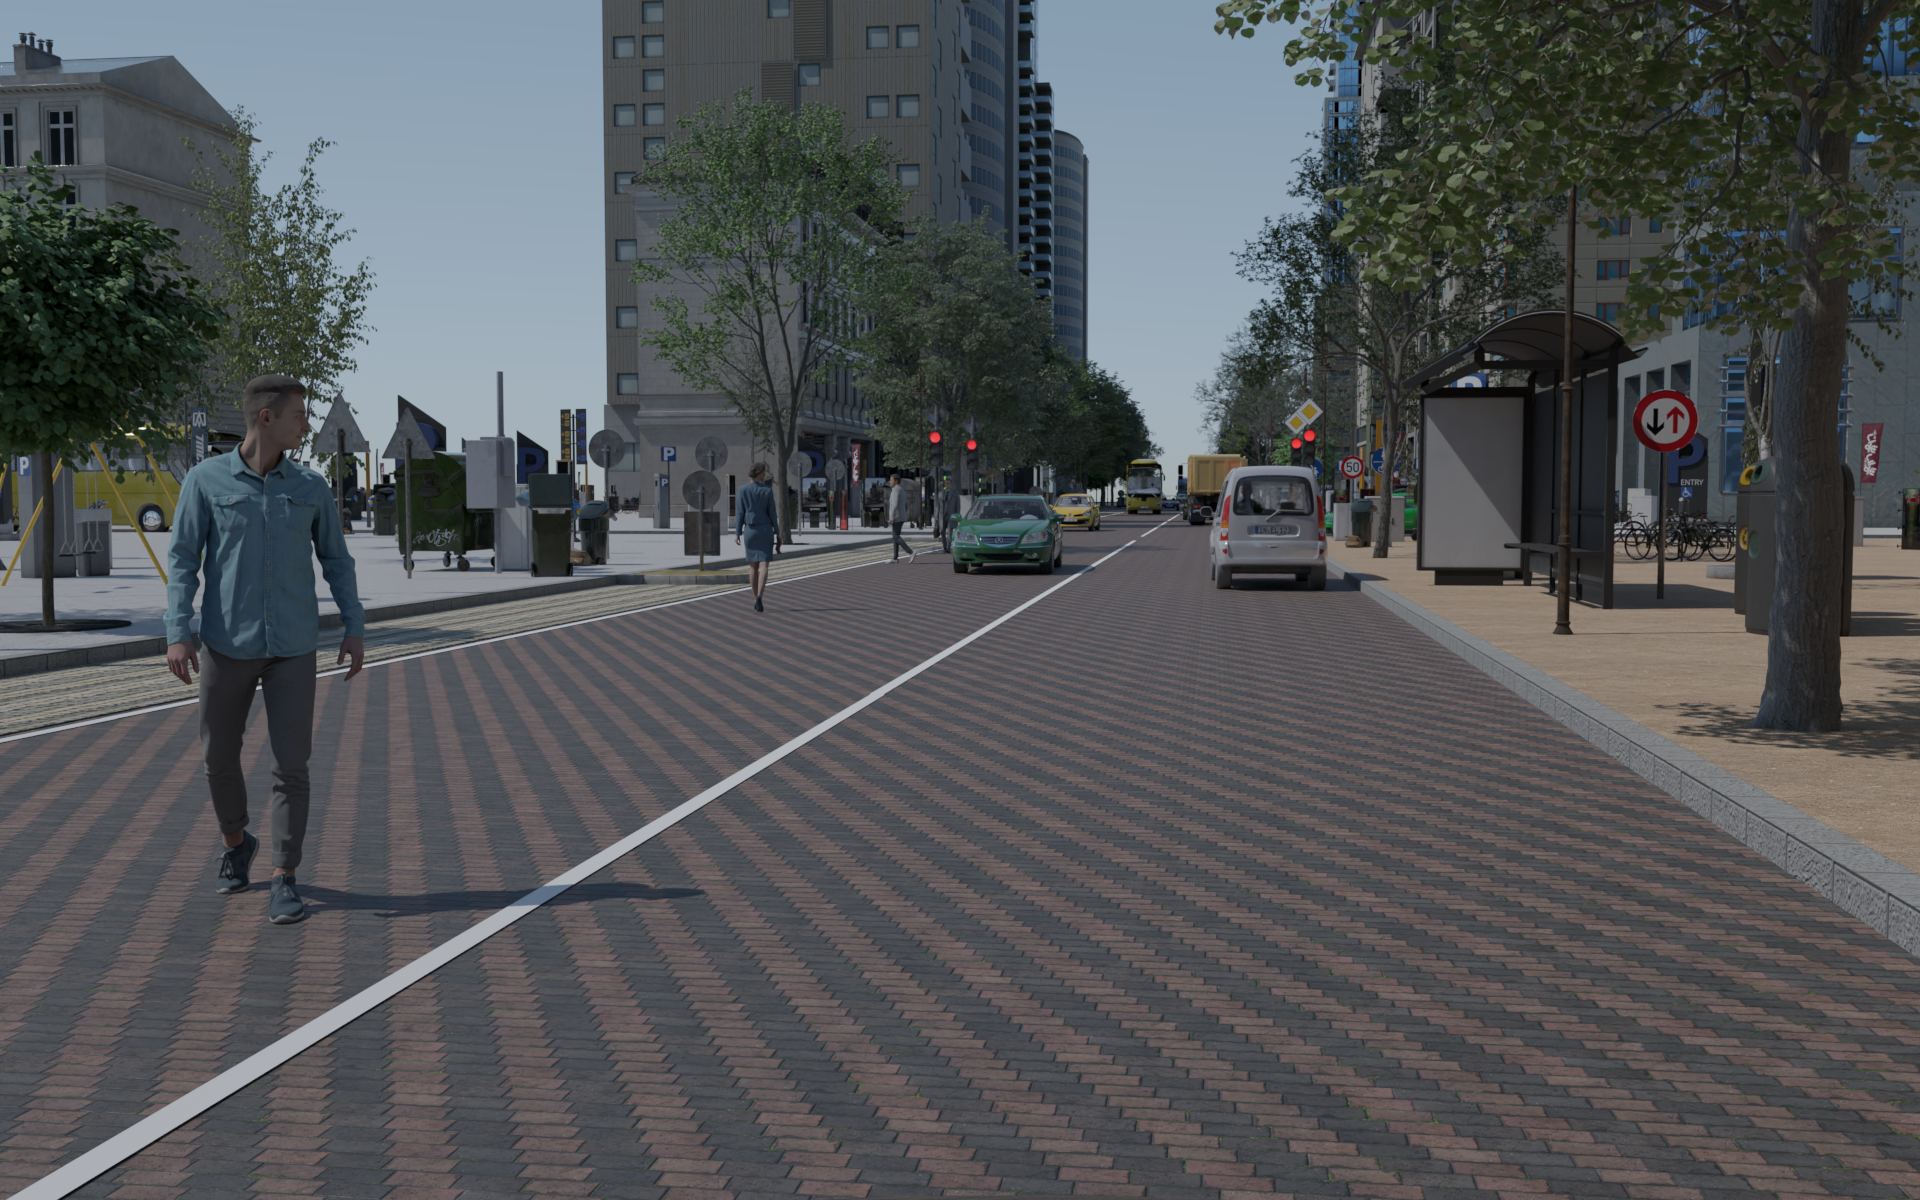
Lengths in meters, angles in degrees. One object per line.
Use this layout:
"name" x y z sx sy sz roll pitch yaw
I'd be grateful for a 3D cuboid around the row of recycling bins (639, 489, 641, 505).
"row of recycling bins" -18.325 -5.824 102.329 1.069 1.692 3.534 -1 4 -20

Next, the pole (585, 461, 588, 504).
"pole" -22.703 -6.817 105.293 0.158 3.312 0.155 0 3 0

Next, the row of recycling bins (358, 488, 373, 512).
"row of recycling bins" -44.266 -7.273 126.024 1.069 1.692 3.534 3 5 43

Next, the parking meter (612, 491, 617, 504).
"parking meter" -26.276 -7.538 131.652 0.372 1.533 0.369 0 3 0

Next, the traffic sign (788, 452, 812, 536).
"traffic sign" -4.862 -3.207 52.539 0.768 2.556 0.104 1 4 16

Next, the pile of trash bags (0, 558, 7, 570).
"pile of trash bags" -17.745 -1.214 29.595 1.912 1.369 3.447 -3 5 -44

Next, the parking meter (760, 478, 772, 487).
"parking meter" -7.132 -3.546 63.695 0.255 1.863 0.399 3 5 44

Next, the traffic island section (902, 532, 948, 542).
"traffic island section" -0.728 -1.850 52.523 2.009 0.180 2.903 1 4 8

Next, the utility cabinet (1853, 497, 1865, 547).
"utility cabinet" 21.418 -1.896 42.169 1.020 1.237 0.306 0 4 5

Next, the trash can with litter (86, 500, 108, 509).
"trash can with litter" -17.386 -1.400 34.273 1.055 1.170 0.624 0 4 -6

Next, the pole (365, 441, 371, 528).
"pole" -22.630 -4.427 66.222 0.158 3.312 0.155 0 3 0

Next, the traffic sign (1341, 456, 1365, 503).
"traffic sign" 13.009 -3.506 57.430 0.768 2.556 0.104 1 4 14

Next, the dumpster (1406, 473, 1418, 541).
"dumpster" 12.808 -2.685 46.387 1.502 2.255 1.985 1 4 8

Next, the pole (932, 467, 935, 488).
"pole" -1.958 -8.285 129.300 0.158 3.312 0.155 0 3 0

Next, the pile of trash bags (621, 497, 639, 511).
"pile of trash bags" -24.317 -7.585 133.769 3.447 1.369 1.912 -2 4 -32

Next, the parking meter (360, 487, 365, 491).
"parking meter" -47.398 -8.058 137.457 0.399 1.863 0.255 3 4 38

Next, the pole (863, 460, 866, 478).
"pole" -5.649 -6.641 102.417 0.158 3.312 0.155 0 3 0

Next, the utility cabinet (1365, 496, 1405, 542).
"utility cabinet" 11.368 -2.154 46.379 1.020 1.237 0.306 0 4 3

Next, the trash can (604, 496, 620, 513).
"trash can" -20.655 -5.523 101.962 0.748 1.137 0.748 0 3 0

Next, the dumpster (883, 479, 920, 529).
"dumpster" -2.179 -3.629 65.086 1.264 1.857 1.865 0 4 8

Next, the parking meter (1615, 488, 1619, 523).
"parking meter" 28.870 -4.158 76.391 0.372 1.533 0.369 0 3 0

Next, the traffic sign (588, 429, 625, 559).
"traffic sign" -6.965 -2.081 34.126 0.768 2.556 0.104 1 4 11

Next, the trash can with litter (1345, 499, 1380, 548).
"trash can with litter" 9.633 -1.847 41.592 0.624 1.170 1.055 2 4 29

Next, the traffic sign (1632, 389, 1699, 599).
"traffic sign" 8.578 -1.286 21.137 0.768 2.556 0.104 1 4 12

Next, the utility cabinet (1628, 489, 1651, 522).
"utility cabinet" 27.449 -3.749 69.970 0.318 1.500 1.173 -1 4 -11

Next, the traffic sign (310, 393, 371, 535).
"traffic sign" -7.962 -1.360 22.246 0.884 2.594 0.081 1 4 16

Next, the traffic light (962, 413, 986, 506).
"traffic light" 0.465 -4.365 60.284 0.839 4.253 0.868 1 4 8

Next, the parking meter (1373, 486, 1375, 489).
"parking meter" 28.730 -6.990 119.996 0.255 1.863 0.399 1 4 12

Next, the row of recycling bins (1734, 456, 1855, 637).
"row of recycling bins" 8.239 -0.610 17.094 1.069 1.692 3.534 1 4 22

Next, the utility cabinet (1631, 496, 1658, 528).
"utility cabinet" 26.056 -3.350 65.931 0.306 1.237 1.020 -1 4 -23

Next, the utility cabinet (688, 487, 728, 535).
"utility cabinet" -7.729 -2.719 53.138 1.173 1.500 0.318 -1 4 -14

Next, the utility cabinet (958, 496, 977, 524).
"utility cabinet" 0.220 -3.815 73.533 1.020 1.237 0.306 2 4 32

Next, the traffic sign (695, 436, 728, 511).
"traffic sign" -5.484 -2.328 38.176 0.768 2.556 0.104 1 4 14

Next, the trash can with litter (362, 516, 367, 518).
"trash can with litter" -31.648 -4.927 91.608 2.233 1.210 1.678 -1 4 -9

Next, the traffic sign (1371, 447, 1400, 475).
"traffic sign" 11.473 -2.851 46.716 0.768 2.556 0.104 1 4 17

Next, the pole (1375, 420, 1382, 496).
"pole" 11.527 -3.295 47.715 0.158 3.312 0.155 0 3 0

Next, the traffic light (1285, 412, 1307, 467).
"traffic light" 11.363 -4.269 58.713 0.839 4.253 0.868 1 4 8

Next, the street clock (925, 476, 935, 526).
"street clock" -1.235 -3.925 68.737 0.358 2.002 0.471 3 4 36

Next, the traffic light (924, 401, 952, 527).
"traffic light" -0.690 -3.881 52.382 0.839 4.253 0.868 1 4 8

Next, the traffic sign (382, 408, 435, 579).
"traffic sign" -8.334 -1.599 26.149 0.884 2.594 0.081 1 4 13

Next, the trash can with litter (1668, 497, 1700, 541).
"trash can with litter" 19.736 -2.231 47.530 1.678 1.210 2.233 2 4 24

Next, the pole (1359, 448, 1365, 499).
"pole" 17.640 -5.027 76.029 0.158 3.312 0.155 0 3 0

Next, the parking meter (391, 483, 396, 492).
"parking meter" -29.472 -5.150 89.906 0.255 1.863 0.399 1 4 9

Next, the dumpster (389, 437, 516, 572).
"dumpster" -8.577 -1.642 29.347 1.502 2.255 1.985 1 4 8

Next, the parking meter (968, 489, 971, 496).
"parking meter" 0.633 -6.246 107.828 0.255 1.863 0.399 0 4 3

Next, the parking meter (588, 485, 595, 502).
"parking meter" -22.946 -6.244 107.799 0.255 1.863 0.399 1 4 19

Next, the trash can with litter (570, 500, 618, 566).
"trash can with litter" -6.652 -1.210 31.165 0.624 1.170 1.055 1 4 14

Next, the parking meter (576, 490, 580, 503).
"parking meter" -22.995 -5.836 103.832 0.372 1.533 0.369 0 3 0

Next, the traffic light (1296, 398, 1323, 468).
"traffic light" 10.209 -3.785 50.811 0.839 4.253 0.868 1 4 8

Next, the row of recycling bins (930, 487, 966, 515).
"row of recycling bins" -0.862 -6.171 108.004 1.069 1.692 3.534 3 4 36

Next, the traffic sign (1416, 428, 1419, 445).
"traffic sign" 7.577 -1.665 27.321 0.768 2.556 0.104 1 4 11
